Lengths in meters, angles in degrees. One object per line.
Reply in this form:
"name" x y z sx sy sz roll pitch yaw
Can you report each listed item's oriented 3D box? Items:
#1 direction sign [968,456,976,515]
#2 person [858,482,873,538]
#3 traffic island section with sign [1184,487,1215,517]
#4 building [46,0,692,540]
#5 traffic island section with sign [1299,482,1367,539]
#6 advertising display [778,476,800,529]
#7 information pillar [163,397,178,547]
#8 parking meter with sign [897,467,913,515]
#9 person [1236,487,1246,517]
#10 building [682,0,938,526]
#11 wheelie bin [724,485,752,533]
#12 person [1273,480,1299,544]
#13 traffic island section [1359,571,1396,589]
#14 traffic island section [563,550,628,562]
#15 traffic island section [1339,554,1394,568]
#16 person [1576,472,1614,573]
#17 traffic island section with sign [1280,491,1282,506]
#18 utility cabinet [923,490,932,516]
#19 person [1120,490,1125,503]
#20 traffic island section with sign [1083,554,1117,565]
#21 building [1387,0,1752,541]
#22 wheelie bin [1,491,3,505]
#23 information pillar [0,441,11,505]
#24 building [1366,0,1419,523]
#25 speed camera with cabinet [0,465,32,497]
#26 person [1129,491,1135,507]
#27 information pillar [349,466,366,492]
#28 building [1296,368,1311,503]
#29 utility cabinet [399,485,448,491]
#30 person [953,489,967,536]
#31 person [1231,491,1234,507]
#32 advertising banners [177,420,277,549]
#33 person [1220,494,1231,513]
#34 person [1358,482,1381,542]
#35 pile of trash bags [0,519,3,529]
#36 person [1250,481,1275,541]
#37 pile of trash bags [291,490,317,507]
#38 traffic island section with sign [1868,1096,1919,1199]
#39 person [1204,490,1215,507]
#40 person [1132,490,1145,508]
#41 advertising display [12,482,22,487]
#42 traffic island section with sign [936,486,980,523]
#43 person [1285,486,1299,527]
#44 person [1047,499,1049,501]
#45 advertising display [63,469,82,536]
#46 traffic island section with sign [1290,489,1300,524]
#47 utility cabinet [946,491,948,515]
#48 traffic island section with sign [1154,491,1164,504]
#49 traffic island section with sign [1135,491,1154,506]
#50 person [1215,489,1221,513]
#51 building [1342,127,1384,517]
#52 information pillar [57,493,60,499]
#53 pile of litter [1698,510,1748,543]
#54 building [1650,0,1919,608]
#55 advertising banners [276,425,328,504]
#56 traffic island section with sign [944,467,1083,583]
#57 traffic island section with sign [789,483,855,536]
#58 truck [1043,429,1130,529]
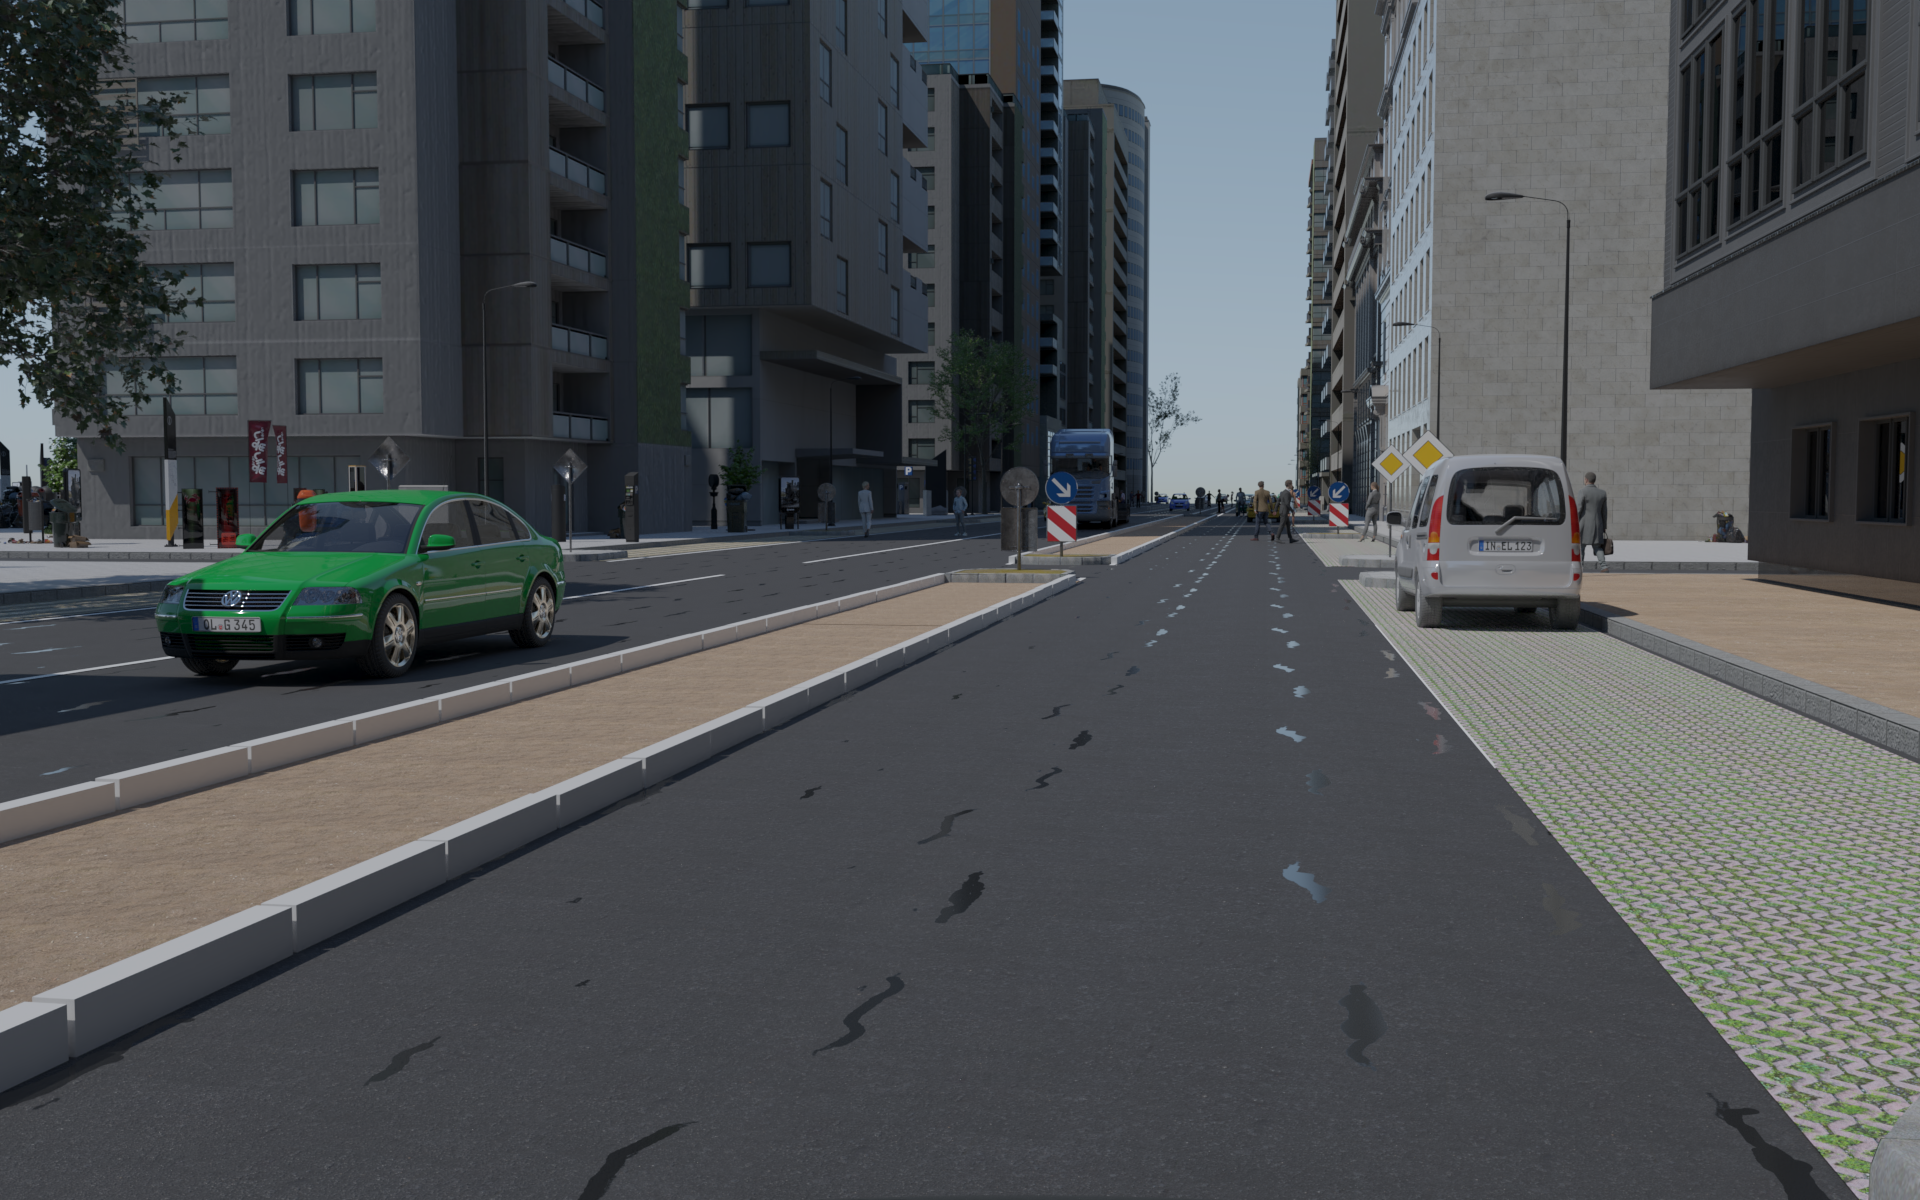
"direction sign" 0.744 -6.860 104.154 0.379 3.537 0.876 -2 4 -31
"person" -3.088 -2.954 56.675 0.514 1.842 0.818 0 4 2
"traffic island section with sign" 15.220 -6.224 109.901 2.006 1.907 1.989 1 4 10
"building" -17.290 -22.576 52.715 14.154 41.232 14.086 1 4 10
"traffic island section with sign" 12.084 -2.892 55.916 1.989 1.847 2.006 1 4 10
"advertising display" -6.220 -3.541 63.117 0.123 1.923 0.974 3 5 41
"information pillar" -19.157 -3.100 42.036 0.183 3.616 0.504 0 3 0
"parking meter with sign" -3.591 -6.909 109.229 0.543 3.016 1.738 2 4 24
"person" 17.324 -6.024 106.837 0.661 1.843 0.795 1 4 17
"building" -16.730 -30.104 81.443 28.713 52.752 27.495 1 4 10
"wheelie bin" -7.427 -3.052 57.812 0.980 1.594 0.693 0 4 4
"person" 9.496 -2.565 50.212 0.755 1.850 0.659 0 4 -2
"traffic island section" 7.346 -0.302 27.226 2.009 0.180 2.903 1 4 10
"traffic island section" -8.592 -0.970 38.139 2.009 0.180 2.903 1 4 10
"traffic island section" 8.732 -0.783 35.091 2.009 0.180 2.903 1 4 10
"person" 10.852 -1.299 29.840 0.694 1.812 0.767 -1 4 -16
"traffic island section with sign" 25.745 -7.631 133.397 1.989 1.847 2.006 1 4 10
"utility cabinet" -1.889 -5.625 100.642 0.318 1.500 1.173 -1 4 -11
"person" 12.087 -7.329 129.275 0.436 1.711 0.756 2 4 29
"traffic island section with sign" 2.183 -1.698 35.897 2.006 1.907 1.989 1 4 10
"building" 19.719 -12.274 55.433 10.420 20.320 16.860 1 4 10
"wheelie bin" -38.736 -3.851 70.876 0.980 1.594 0.693 1 4 21
"information pillar" -42.339 -5.227 76.813 0.183 3.616 0.504 1 4 20
"building" 24.805 -17.566 73.113 13.634 28.700 20.117 1 4 10
"speed camera with cabinet" -63.613 -7.495 116.879 2.038 3.252 0.660 1 4 20
"person" 18.589 -10.854 186.419 0.568 1.767 0.683 3 5 44
"information pillar" -15.607 -2.471 44.896 0.304 2.012 0.304 2 4 35
"building" 62.817 -24.736 249.468 27.650 21.520 28.899 1 4 10
"utility cabinet" -13.574 -2.152 43.861 1.173 1.500 0.318 -1 4 -12
"person" -0.022 -3.013 59.568 0.589 1.601 0.330 3 5 41
"person" 29.841 -11.090 190.538 0.721 1.743 1.217 0 4 4
"advertising banners" -17.252 -2.721 40.681 2.074 3.025 0.090 -1 4 -23
"person" 19.575 -7.104 127.831 0.628 1.438 0.799 3 4 36
"person" 12.186 -2.616 51.552 0.573 1.790 0.520 3 4 36
"pile of trash bags" -35.571 -3.368 64.821 3.447 1.369 1.912 3 5 40
"person" 9.325 -2.737 53.168 0.836 1.842 0.656 3 5 40
"pile of trash bags" -35.417 -4.973 91.062 1.912 1.369 3.447 1 4 12
"traffic island section with sign" 2.713 0.356 2.802 1.989 1.847 2.006 1 4 10
"person" 26.818 -10.878 186.380 1.348 1.821 0.705 0 4 3
"person" 18.153 -10.269 176.358 1.348 1.831 0.705 0 4 5
"advertising display" -50.254 -5.329 92.350 0.974 1.923 0.123 3 5 39
"traffic island section with sign" -0.030 -4.771 86.632 1.989 1.847 2.006 1 4 10
"person" 14.511 -4.110 75.800 0.616 1.811 0.778 3 5 44
"person" 6.806 -7.168 126.409 0.721 1.736 1.217 -3 5 -39
"advertising display" -22.612 -2.381 44.147 0.123 1.923 0.974 -1 4 -9
"traffic island section with sign" 16.970 -4.588 83.647 1.989 1.847 2.006 1 4 10
"utility cabinet" -1.331 -5.967 106.234 1.173 1.500 0.318 -1 4 -21
"traffic island section with sign" 27.798 -14.428 244.529 1.989 1.847 2.006 1 4 10
"traffic island section with sign" 23.041 -12.779 217.558 1.989 1.847 2.006 1 4 10
"person" 19.690 -7.541 131.797 0.705 1.823 1.348 0 4 -4
"building" 28.403 -15.535 95.799 13.314 21.916 24.055 1 4 10
"information pillar" -49.072 -5.484 94.148 0.304 2.012 0.304 -2 4 -25
"pile of litter" 20.386 -1.949 45.838 1.176 0.858 1.719 -1 4 -11
"building" 15.088 -13.387 12.390 14.314 27.812 24.014 1 4 10
"advertising banners" -17.040 -2.971 44.762 0.090 3.025 2.074 1 4 17
"traffic island section with sign" 0.887 -1.252 28.604 2.006 1.907 1.989 1 4 10
"traffic island section with sign" -4.714 -3.147 60.086 1.989 1.847 2.006 1 4 10
"truck" 5.974 -5.360 77.387 2.967 4.110 18.799 1 4 8
